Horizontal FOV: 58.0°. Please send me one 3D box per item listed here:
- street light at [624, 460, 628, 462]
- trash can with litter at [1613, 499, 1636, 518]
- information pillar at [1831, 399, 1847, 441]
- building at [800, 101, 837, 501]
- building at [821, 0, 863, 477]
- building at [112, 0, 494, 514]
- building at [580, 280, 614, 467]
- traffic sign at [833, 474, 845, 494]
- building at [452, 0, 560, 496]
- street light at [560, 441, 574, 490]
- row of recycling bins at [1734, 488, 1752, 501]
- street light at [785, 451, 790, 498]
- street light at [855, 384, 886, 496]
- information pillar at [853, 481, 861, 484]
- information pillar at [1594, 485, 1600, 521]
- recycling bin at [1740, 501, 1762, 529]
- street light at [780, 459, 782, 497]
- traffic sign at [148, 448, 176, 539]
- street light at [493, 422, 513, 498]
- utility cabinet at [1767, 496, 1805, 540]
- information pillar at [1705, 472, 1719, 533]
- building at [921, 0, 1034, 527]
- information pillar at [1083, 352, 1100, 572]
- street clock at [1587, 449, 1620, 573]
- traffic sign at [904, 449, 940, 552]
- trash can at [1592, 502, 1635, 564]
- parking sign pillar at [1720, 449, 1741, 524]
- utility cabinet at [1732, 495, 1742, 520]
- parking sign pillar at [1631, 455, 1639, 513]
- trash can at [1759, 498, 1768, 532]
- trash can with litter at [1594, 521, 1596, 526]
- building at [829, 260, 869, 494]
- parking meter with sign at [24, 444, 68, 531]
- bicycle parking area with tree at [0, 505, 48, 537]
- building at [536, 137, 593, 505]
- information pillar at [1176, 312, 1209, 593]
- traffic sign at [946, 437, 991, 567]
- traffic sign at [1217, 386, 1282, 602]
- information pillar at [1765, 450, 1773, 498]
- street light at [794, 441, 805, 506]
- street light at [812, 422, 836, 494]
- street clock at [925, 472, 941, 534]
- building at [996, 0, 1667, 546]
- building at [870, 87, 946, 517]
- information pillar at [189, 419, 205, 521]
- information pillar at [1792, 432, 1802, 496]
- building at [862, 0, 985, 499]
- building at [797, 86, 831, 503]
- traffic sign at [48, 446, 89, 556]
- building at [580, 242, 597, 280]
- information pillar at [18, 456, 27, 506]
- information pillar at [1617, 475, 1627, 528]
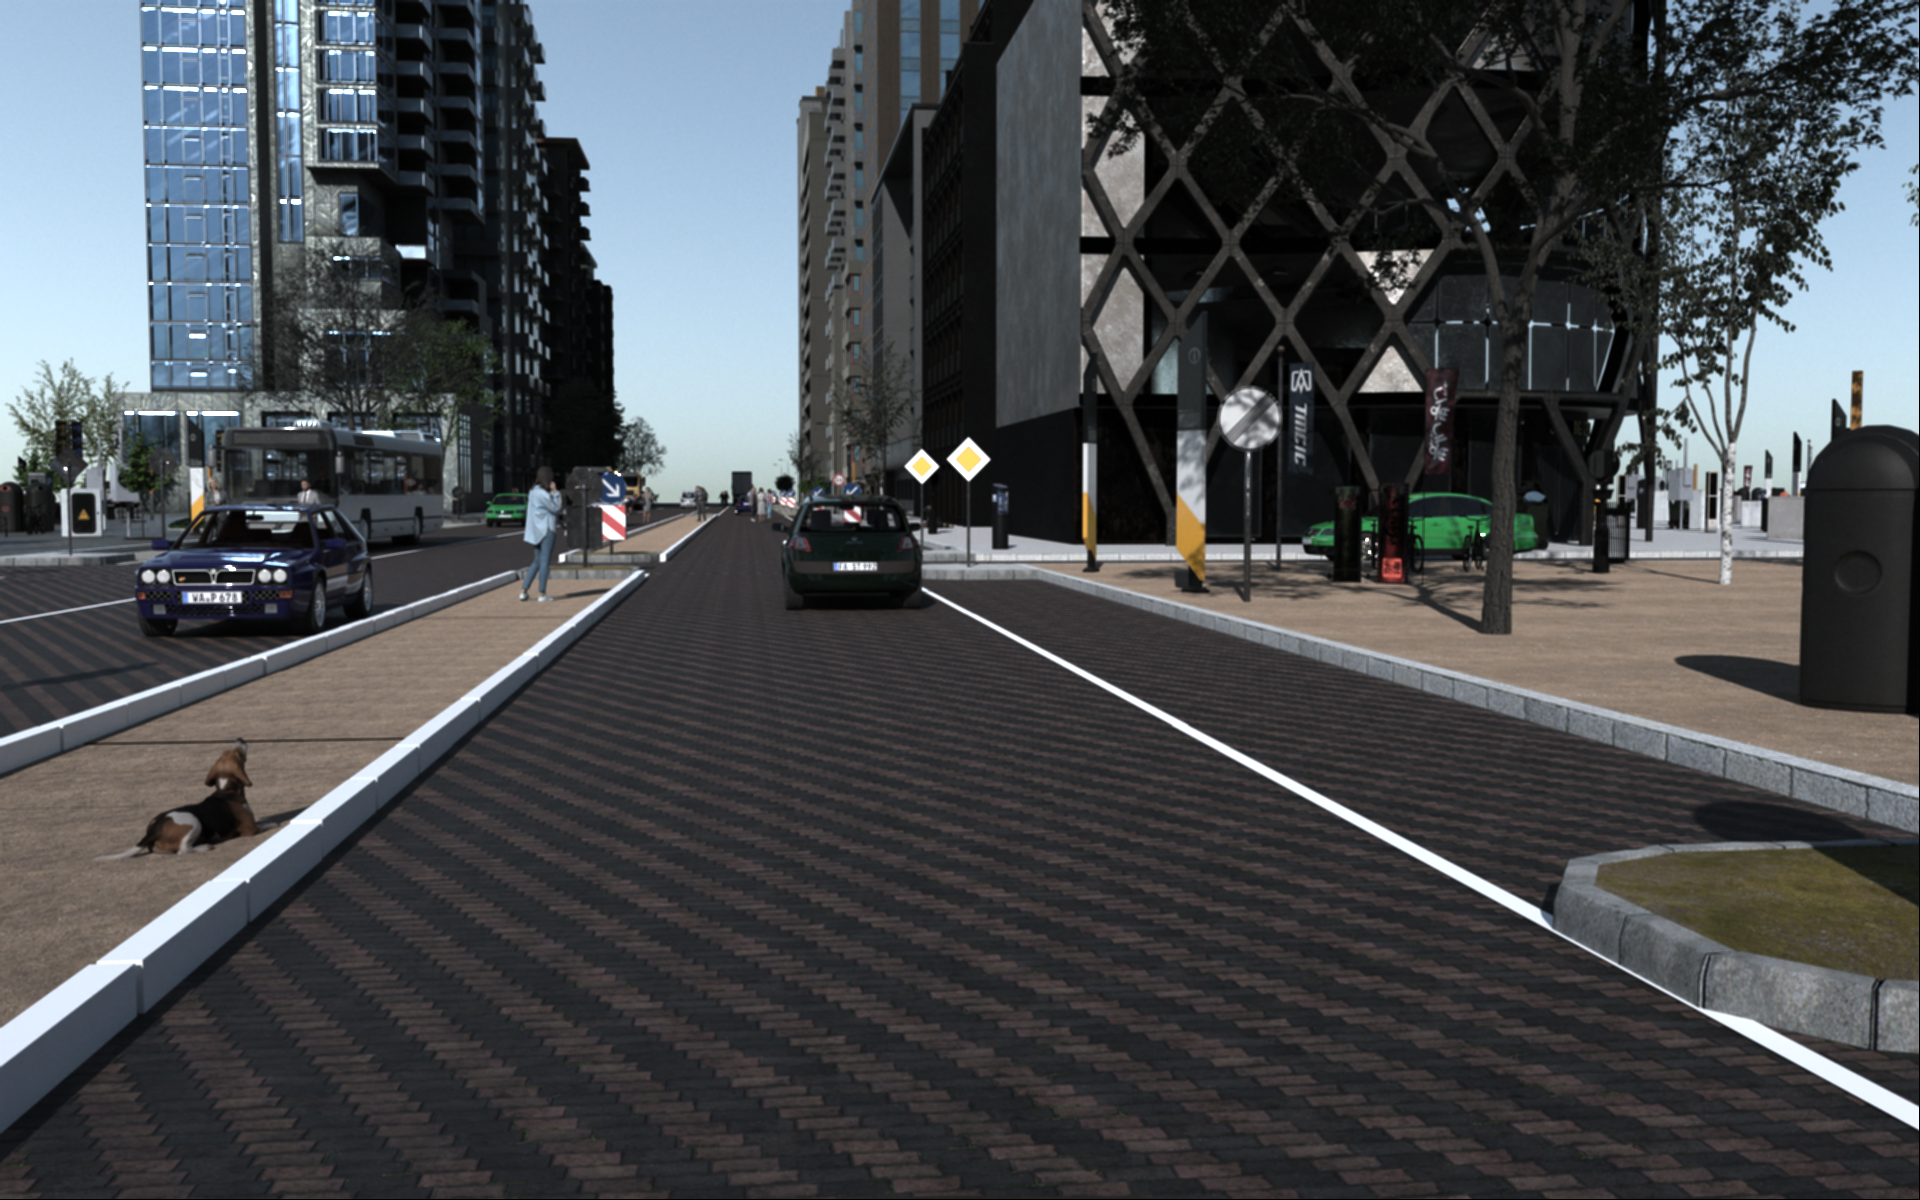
[{"bbox_3d":[-44.645,-15.946,233.251,1.470,5.913,1.316,0,4,-7],"label":"street light"},{"bbox_3d":[36.245,-5.086,94.221,1.678,1.210,2.233,-3,4,-36],"label":"trash can with litter"},{"bbox_3d":[21.684,-3.148,42.817,0.504,3.616,0.183,-2,4,-30],"label":"information pillar"},{"bbox_3d":[-8.040,-35.940,211.317,21.300,48.544,21.600,0,4,-7],"label":"building"},{"bbox_3d":[-1.899,-33.820,172.568,23.786,49.044,30.456,0,4,-7],"label":"building"},{"bbox_3d":[-45.165,-49.529,122.477,22.319,86.520,31.000,0,4,-7],"label":"building"},{"bbox_3d":[-53.525,-28.014,229.737,14.160,30.474,14.107,0,4,-7],"label":"building"},{"bbox_3d":[-7.587,-6.632,108.547,0.768,2.556,0.104,0,4,-6],"label":"traffic sign"},{"bbox_3d":[-49.149,-32.758,155.195,23.786,49.044,30.456,0,4,-7],"label":"building"},{"bbox_3d":[-34.241,-10.899,150.742,1.470,5.913,1.316,0,4,-7],"label":"street light"},{"bbox_3d":[51.346,-6.440,112.411,3.534,1.692,1.069,2,4,35],"label":"row of recycling bins"},{"bbox_3d":[-18.136,-13.228,188.815,1.470,5.913,1.316,0,4,-7],"label":"street light"},{"bbox_3d":[-3.719,-6.157,73.210,1.470,5.913,1.316,0,4,-7],"label":"street light"},{"bbox_3d":[-5.936,-5.828,99.786,0.304,2.012,0.304,2,4,30],"label":"information pillar"},{"bbox_3d":[28.811,-5.332,78.540,0.504,3.616,0.183,0,4,-4],"label":"information pillar"},{"bbox_3d":[29.683,-3.203,64.931,0.722,1.027,0.722,2,4,26],"label":"recycling bin"},{"bbox_3d":[-23.591,-15.885,232.258,1.470,5.913,1.316,0,4,-7],"label":"street light"},{"bbox_3d":[-21.929,-2.907,47.631,0.768,2.556,0.104,0,4,0],"label":"traffic sign"},{"bbox_3d":[-29.585,-8.533,112.048,1.470,5.913,1.316,0,4,-7],"label":"street light"},{"bbox_3d":[23.449,-2.318,49.064,0.306,1.237,1.020,-3,5,-42],"label":"utility cabinet"},{"bbox_3d":[24.912,-3.237,57.417,0.304,2.012,0.304,0,4,5],"label":"information pillar"},{"bbox_3d":[5.270,-15.024,75.312,12.332,23.373,15.834,0,4,-7],"label":"building"},{"bbox_3d":[2.131,-2.264,28.377,0.183,3.616,0.504,1,4,23],"label":"information pillar"},{"bbox_3d":[10.435,-1.442,28.142,0.358,2.002,0.471,-2,4,-33],"label":"street clock"},{"bbox_3d":[-0.843,-2.117,38.257,0.795,2.450,0.064,0,4,-7],"label":"traffic sign"},{"bbox_3d":[12.110,-1.253,32.143,0.748,1.137,0.748,0,3,0],"label":"trash can"},{"bbox_3d":[33.017,-5.257,74.425,1.447,3.967,1.447,2,4,27],"label":"parking sign pillar"},{"bbox_3d":[36.505,-4.336,82.049,0.306,1.237,1.020,-2,4,-23],"label":"utility cabinet"},{"bbox_3d":[46.082,-7.952,118.489,1.447,3.967,1.447,1,4,13],"label":"parking sign pillar"},{"bbox_3d":[27.262,-2.847,58.201,0.748,1.137,0.748,0,3,0],"label":"trash can"},{"bbox_3d":[24.905,-3.620,70.237,2.233,1.210,1.678,3,4,37],"label":"trash can with litter"},{"bbox_3d":[3.697,-18.291,144.094,27.650,21.520,28.899,0,4,-7],"label":"building"},{"bbox_3d":[-32.111,-3.929,60.504,1.738,3.016,0.543,0,4,7],"label":"parking meter with sign"},{"bbox_3d":[-32.422,-3.989,52.230,8.231,4.147,9.016,0,4,-2],"label":"bicycle parking area with tree"},{"bbox_3d":[-55.948,-33.801,207.276,22.147,44.769,28.867,0,4,-7],"label":"building"},{"bbox_3d":[3.019,-1.906,22.525,0.183,3.616,0.504,-2,4,-35],"label":"information pillar"},{"bbox_3d":[0.147,-1.632,30.333,0.795,2.450,0.064,0,4,-7],"label":"traffic sign"},{"bbox_3d":[3.416,-1.250,20.537,0.768,2.556,0.104,0,4,-3],"label":"traffic sign"},{"bbox_3d":[42.793,-6.138,91.712,0.504,3.616,0.183,-2,4,-30],"label":"information pillar"},{"bbox_3d":[-13.389,-10.879,150.410,1.470,5.913,1.316,0,4,-7],"label":"street light"},{"bbox_3d":[-8.650,-8.558,112.459,1.470,5.913,1.316,0,4,-7],"label":"street light"},{"bbox_3d":[-0.875,-3.181,56.577,0.471,2.002,0.358,-3,5,-41],"label":"street clock"},{"bbox_3d":[10.524,-11.135,49.504,16.811,18.784,16.820,0,4,-7],"label":"building"},{"bbox_3d":[2.996,-17.131,99.161,14.314,24.678,30.058,0,4,-7],"label":"building"},{"bbox_3d":[-23.961,-3.856,54.406,0.504,3.616,0.183,1,4,14],"label":"information pillar"},{"bbox_3d":[31.342,-4.499,64.911,0.183,3.616,0.504,0,3,0],"label":"information pillar"},{"bbox_3d":[0.577,-28.819,121.303,14.600,45.320,14.200,0,4,-7],"label":"building"},{"bbox_3d":[-13.537,-43.802,258.162,21.231,58.520,28.212,0,4,-7],"label":"building"},{"bbox_3d":[-18.553,-1.984,36.074,0.795,2.450,0.064,0,4,-7],"label":"traffic sign"},{"bbox_3d":[-65.114,-33.963,247.172,32.217,40.220,23.993,0,4,-7],"label":"building"},{"bbox_3d":[-57.465,-7.025,106.212,0.504,3.616,0.183,-3,5,-43],"label":"information pillar"},{"bbox_3d":[25.104,-3.745,65.719,0.304,2.012,0.304,1,4,15],"label":"information pillar"}]
